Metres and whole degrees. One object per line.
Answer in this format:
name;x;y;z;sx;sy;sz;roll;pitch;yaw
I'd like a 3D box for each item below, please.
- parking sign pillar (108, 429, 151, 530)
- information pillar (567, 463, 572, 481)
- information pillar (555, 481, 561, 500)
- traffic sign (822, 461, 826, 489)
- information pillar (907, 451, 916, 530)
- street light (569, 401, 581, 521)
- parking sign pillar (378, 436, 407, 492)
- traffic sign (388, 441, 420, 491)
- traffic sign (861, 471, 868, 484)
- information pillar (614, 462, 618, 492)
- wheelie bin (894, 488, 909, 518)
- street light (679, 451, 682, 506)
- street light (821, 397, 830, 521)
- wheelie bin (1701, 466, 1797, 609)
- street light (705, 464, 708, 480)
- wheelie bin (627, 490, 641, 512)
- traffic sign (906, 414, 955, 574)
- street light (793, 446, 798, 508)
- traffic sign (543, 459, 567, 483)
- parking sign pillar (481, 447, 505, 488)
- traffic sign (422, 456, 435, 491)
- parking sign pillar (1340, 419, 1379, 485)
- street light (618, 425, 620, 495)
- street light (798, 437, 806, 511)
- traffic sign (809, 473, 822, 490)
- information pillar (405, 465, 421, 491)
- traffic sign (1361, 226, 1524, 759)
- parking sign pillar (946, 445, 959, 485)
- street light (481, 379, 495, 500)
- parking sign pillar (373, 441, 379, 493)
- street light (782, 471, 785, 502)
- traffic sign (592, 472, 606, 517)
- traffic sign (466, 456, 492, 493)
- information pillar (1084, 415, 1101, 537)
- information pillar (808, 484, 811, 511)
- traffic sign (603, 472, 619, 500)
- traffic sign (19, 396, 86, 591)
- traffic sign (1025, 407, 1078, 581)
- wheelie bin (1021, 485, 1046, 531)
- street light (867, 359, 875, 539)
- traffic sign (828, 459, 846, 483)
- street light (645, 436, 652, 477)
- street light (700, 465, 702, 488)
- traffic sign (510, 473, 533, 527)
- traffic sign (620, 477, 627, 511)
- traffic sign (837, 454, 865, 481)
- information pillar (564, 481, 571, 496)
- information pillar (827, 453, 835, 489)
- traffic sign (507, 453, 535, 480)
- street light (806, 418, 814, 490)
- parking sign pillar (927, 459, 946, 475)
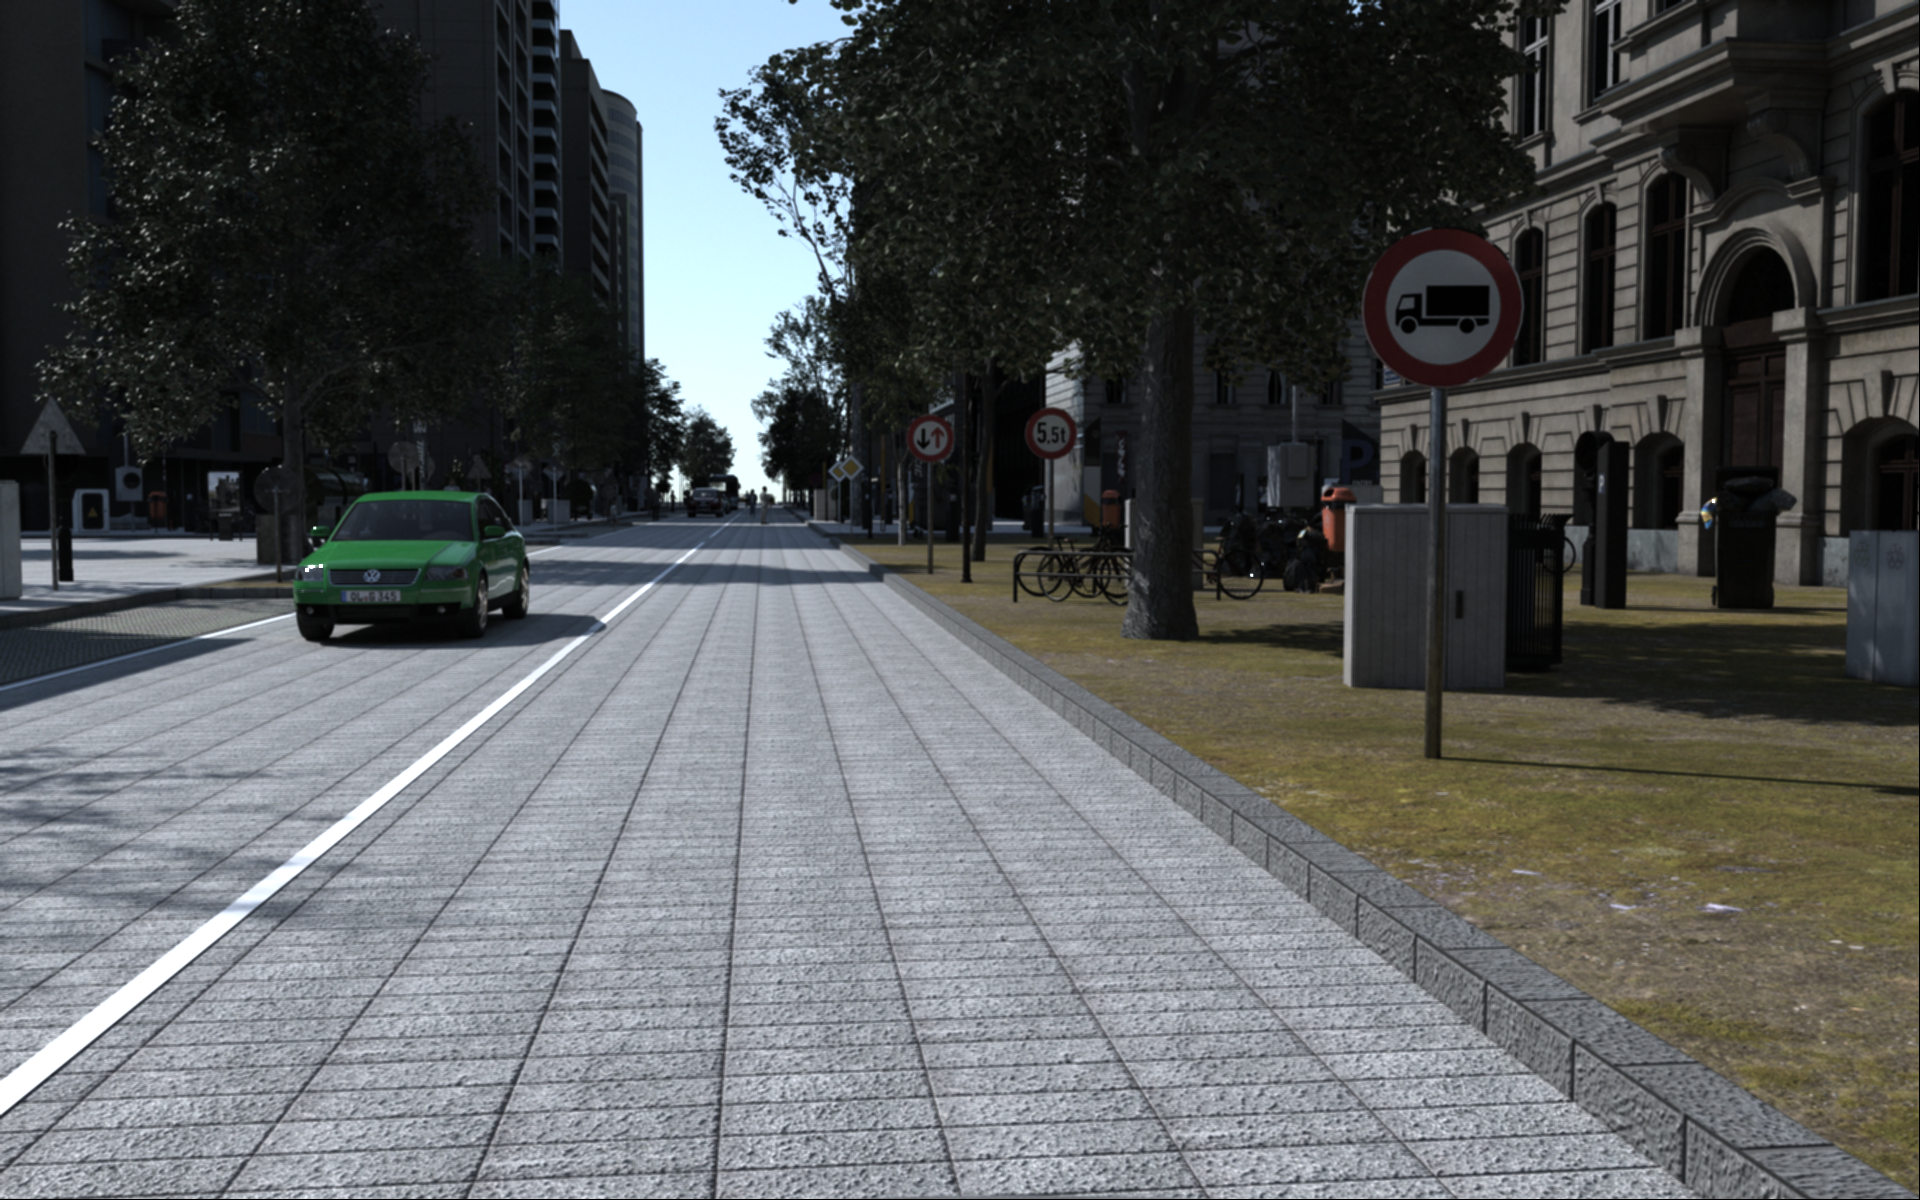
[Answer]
parking sign pillar;-29.799;-4.496;61.982;1.447;3.967;1.447;1;4;18
information pillar;-29.298;-8.472;129.873;0.504;3.616;0.183;2;4;29
information pillar;-22.268;-5.585;95.810;0.304;2.012;0.304;-3;4;-36
traffic sign;-7.421;-6.956;107.611;2.265;3.308;0.079;0;4;3
information pillar;-1.640;-4.293;61.551;0.504;3.616;0.183;3;5;42
street light;-18.341;-6.709;82.480;0.468;5.910;1.993;0;4;-6
parking sign pillar;-25.913;-5.616;80.301;1.447;3.967;1.447;0;4;-6
traffic sign;-13.436;-2.553;41.852;0.768;2.556;0.104;0;4;-1
traffic sign;-5.232;-5.761;94.304;0.768;2.556;0.104;0;4;-2
information pillar;-24.859;-8.190;125.268;0.183;3.616;0.504;1;4;17
wheelie bin;-3.004;-5.188;92.728;0.980;1.594;0.693;-2;4;-31
street light;-29.535;-12.840;182.729;0.468;5.910;1.993;0;4;-6
street light;-6.292;-6.647;81.461;0.468;5.910;1.993;0;4;-6
wheelie bin;8.897;-0.712;19.554;0.980;1.594;0.693;1;4;21
street light;-38.918;-17.931;265.956;0.468;5.910;1.993;0;4;-6
wheelie bin;-23.439;-7.122;124.360;0.980;1.594;0.693;-3;4;-38
traffic sign;-0.472;-1.687;27.681;0.768;2.556;0.104;0;4;-3
street light;-14.846;-11.336;158.137;0.468;5.910;1.993;0;4;-6
traffic sign;-13.366;-3.358;57.097;0.795;2.593;0.064;0;4;-6
parking sign pillar;-26.854;-6.805;99.736;1.447;3.967;1.447;-1;4;-21
traffic sign;-17.407;-3.428;56.162;0.768;2.556;0.104;0;4;-2
parking sign pillar;14.177;-4.468;61.518;1.447;3.967;1.447;2;4;24
street light;-21.091;-8.215;107.100;0.468;5.910;1.993;0;4;-6
street light;-11.826;-9.709;131.531;0.468;5.910;1.993;0;4;-6
traffic sign;-8.575;-6.277;102.735;0.768;2.556;0.104;0;4;-4
information pillar;-13.637;-2.364;43.136;0.304;2.012;0.304;1;4;17
traffic sign;2.300;-0.504;8.347;0.768;2.556;0.104;0;4;2
parking sign pillar;-0.486;-6.459;94.084;1.447;3.967;1.447;1;4;21
street light;-15.558;-5.189;57.620;0.468;5.910;1.993;0;4;-6
parking sign pillar;-29.966;-6.174;89.410;1.447;3.967;1.447;-1;4;-13
street light;-24.197;-16.426;241.346;0.468;5.910;1.993;0;4;-6
traffic sign;-20.361;-5.967;97.672;0.768;2.556;0.104;0;4;0
traffic sign;-16.325;-3.598;58.835;0.884;2.594;0.081;0;4;-3
information pillar;3.960;-3.686;51.628;0.504;3.616;0.183;0;4;-7
information pillar;-11.344;-7.735;130.964;0.304;2.012;0.304;0;4;-4
traffic sign;-20.277;-6.157;100.678;0.884;2.594;0.081;0;4;-6
traffic sign;-12.026;-1.404;22.952;0.884;2.594;0.081;0;4;2
traffic sign;1.340;-1.552;25.478;0.768;2.556;0.104;0;4;2
wheelie bin;2.626;-3.238;60.855;0.693;1.594;0.980;3;4;39
street light;-2.598;-4.713;49.849;0.468;5.910;1.993;0;4;-6
traffic sign;-4.028;-3.421;58.121;0.795;2.593;0.064;0;4;-6
street light;-24.038;-9.829;133.488;0.468;5.910;1.993;0;4;-6
street light;-36.037;-16.383;240.645;0.468;5.910;1.993;0;4;-6
traffic sign;-16.830;-4.067;66.505;0.884;2.594;0.081;0;4;-1
traffic sign;-25.425;-7.958;130.216;0.768;2.556;0.104;0;4;0
traffic sign;-3.137;-2.936;50.186;0.795;2.593;0.064;0;4;-6
information pillar;-21.910;-5.648;96.834;0.304;2.012;0.304;3;4;36
information pillar;-7.045;-6.303;94.415;0.504;3.616;0.183;-1;4;-20
traffic sign;-12.475;-2.873;49.161;0.795;2.593;0.064;0;4;-6
street light;-9.024;-8.153;106.083;0.468;5.910;1.993;0;4;-6
parking sign pillar;-1.639;-5.829;83.774;1.447;3.967;1.447;1;4;9
